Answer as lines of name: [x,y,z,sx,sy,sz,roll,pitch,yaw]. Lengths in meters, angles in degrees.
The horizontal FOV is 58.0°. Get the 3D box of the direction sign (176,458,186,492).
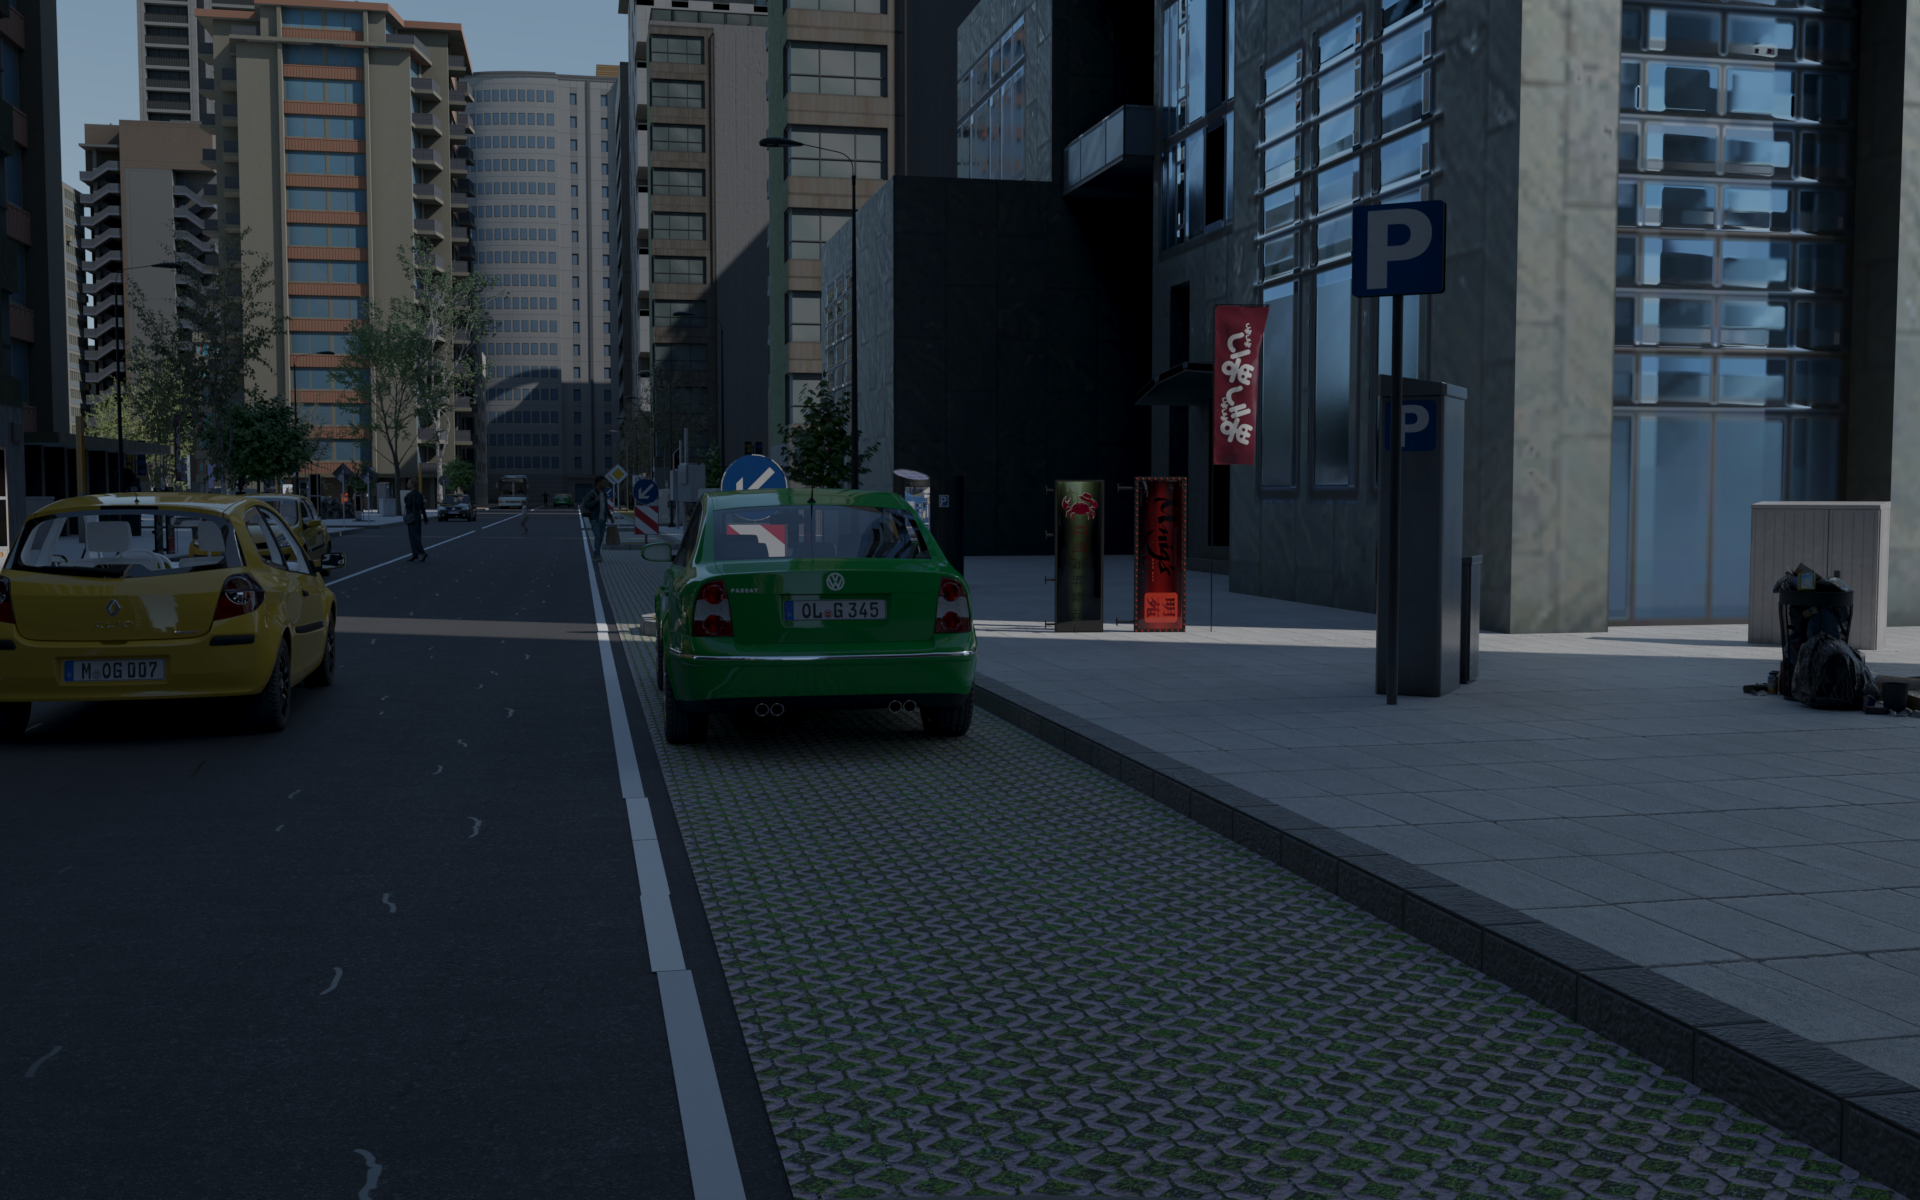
direction sign: [-48.429,-7.075,107.679,0.876,3.537,0.379,2,4,31]

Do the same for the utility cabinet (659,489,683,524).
utility cabinet: [-12.451,-4.036,74.674,1.173,1.500,0.318,2,4,34]

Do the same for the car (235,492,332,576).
car: [-11.652,-1.146,28.959,2.015,1.641,3.980,-1,4,-11]

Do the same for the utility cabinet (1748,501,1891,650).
utility cabinet: [7.235,-0.211,14.616,1.020,1.237,0.306,3,5,43]

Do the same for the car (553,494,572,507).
car: [-42.979,-10.907,187.123,1.959,1.807,4.718,-1,4,-11]

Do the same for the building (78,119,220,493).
building: [-93.442,-33.847,203.516,14.200,45.320,14.600,-1,4,-12]

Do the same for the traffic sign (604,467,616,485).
traffic sign: [-14.871,-4.425,74.531,0.795,2.593,0.064,-1,4,-12]

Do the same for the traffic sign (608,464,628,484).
traffic sign: [-13.143,-3.948,66.734,0.795,2.593,0.064,-1,4,-12]

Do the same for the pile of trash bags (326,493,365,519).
pile of trash bags: [-32.119,-4.896,89.797,1.912,1.369,3.447,1,4,20]

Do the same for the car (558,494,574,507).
car: [-45.530,-11.694,199.992,1.959,1.807,4.718,-1,4,-12]

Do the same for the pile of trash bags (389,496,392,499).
pile of trash bags: [-44.023,-7.713,135.867,1.912,1.369,3.447,0,4,-7]

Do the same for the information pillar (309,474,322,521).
information pillar: [-23.274,-3.550,62.539,0.304,2.012,0.304,0,4,1]

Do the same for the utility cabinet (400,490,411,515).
utility cabinet: [-33.036,-5.789,103.321,1.173,1.500,0.318,2,4,32]

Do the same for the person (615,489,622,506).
person: [-35.928,-10.710,181.245,1.348,1.812,0.705,3,5,40]

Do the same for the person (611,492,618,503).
person: [-35.598,-10.462,177.827,1.217,1.736,0.721,0,4,2]

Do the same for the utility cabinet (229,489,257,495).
utility cabinet: [-29.396,-3.820,71.140,1.173,1.500,0.318,1,4,16]

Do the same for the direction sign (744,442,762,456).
direction sign: [-8.933,-5.075,74.967,0.876,3.537,0.379,-3,4,-37]

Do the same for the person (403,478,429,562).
person: [-11.557,-1.709,36.864,0.534,1.772,0.576,0,4,-7]

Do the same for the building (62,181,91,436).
building: [-110.430,-30.523,190.927,23.993,40.220,32.217,-1,4,-12]

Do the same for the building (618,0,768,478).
building: [-17.534,-35.268,165.869,28.713,52.752,27.495,-1,4,-12]

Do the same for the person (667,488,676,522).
person: [-11.548,-3.729,69.826,0.532,1.782,0.716,1,4,15]

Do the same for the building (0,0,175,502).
building: [-39.927,-24.021,47.370,28.867,44.769,22.147,-1,4,-12]

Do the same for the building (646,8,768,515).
building: [-12.448,-20.597,108.457,14.160,30.474,14.107,-1,4,-12]

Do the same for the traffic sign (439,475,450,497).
traffic sign: [-34.470,-7.076,115.798,0.768,2.556,0.104,0,4,-4]

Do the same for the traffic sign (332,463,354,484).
traffic sign: [-23.004,-3.816,64.578,0.795,2.593,0.064,-1,4,-12]

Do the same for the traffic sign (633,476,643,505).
traffic sign: [-17.648,-5.681,95.011,0.606,2.300,0.079,0,4,-5]

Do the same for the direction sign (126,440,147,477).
direction sign: [-34.704,-4.948,72.904,0.876,3.537,0.379,-1,4,-9]

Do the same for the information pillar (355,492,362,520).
information pillar: [-29.406,-4.901,84.625,0.304,2.012,0.304,-1,4,-19]

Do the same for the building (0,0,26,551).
building: [-22.934,-15.401,23.502,14.160,30.474,14.107,-1,4,-12]

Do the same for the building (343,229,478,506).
building: [-57.885,-24.937,179.426,14.160,30.474,14.107,-1,4,-12]

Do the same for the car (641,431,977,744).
car: [-1.092,-0.158,11.384,1.959,1.807,4.718,-1,4,-11]

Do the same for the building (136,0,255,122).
building: [-95.204,-48.390,229.429,20.611,71.187,20.563,-1,4,-12]

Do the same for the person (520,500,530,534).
person: [-15.724,-3.010,62.732,0.382,1.210,0.505,-2,4,-30]

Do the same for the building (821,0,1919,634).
building: [10.628,-43.891,30.286,22.319,86.520,31.000,-1,4,-12]

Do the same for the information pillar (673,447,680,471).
information pillar: [-13.599,-5.636,83.499,0.183,3.616,0.504,3,5,43]

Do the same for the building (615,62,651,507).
building: [-26.316,-34.584,189.152,21.300,48.544,21.600,-1,4,-12]

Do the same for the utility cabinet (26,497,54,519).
utility cabinet: [-21.424,-1.767,40.056,0.306,1.237,1.020,1,4,12]

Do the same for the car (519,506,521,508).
car: [-45.320,-10.183,175.164,2.281,1.827,5.304,-1,4,-14]

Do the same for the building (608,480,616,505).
building: [-26.955,-31.880,213.122,32.217,40.220,23.993,-1,4,-12]

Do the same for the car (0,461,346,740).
car: [-5.251,-0.088,11.657,2.015,1.641,3.980,-1,4,-14]

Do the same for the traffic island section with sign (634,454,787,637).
traffic island section with sign: [-2.317,-0.576,18.039,1.989,1.847,2.006,-1,4,-12]

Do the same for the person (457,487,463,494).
person: [-38.542,-7.790,133.319,0.656,1.842,0.836,-1,4,-13]

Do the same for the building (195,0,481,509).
building: [-55.766,-30.750,157.386,22.147,44.769,28.867,-1,4,-12]

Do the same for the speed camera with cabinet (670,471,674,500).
speed camera with cabinet: [-9.701,-4.281,64.326,2.038,3.252,0.660,-1,4,-20]

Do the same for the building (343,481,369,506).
building: [-77.156,-35.529,231.014,14.200,45.320,14.600,-1,4,-12]

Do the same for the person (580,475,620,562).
person: [-7.519,-1.699,36.271,0.794,1.824,0.713,-3,5,-40]

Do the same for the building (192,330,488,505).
building: [-70.872,-21.832,201.991,28.899,21.520,27.650,-1,4,-12]

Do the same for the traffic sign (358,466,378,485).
traffic sign: [-24.732,-4.293,72.375,0.795,2.593,0.064,-1,4,-12]

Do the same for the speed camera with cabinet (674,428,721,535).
speed camera with cabinet: [-7.599,-3.504,51.630,0.660,3.252,2.038,-3,5,-43]

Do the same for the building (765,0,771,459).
building: [-1.601,-26.510,83.552,14.200,45.320,14.600,-1,4,-12]

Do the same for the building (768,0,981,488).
building: [0.103,-23.056,60.567,14.154,41.232,14.086,-1,4,-12]

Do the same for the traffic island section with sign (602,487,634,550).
traffic island section with sign: [-8.278,-2.220,44.921,1.989,1.847,2.006,-1,4,-12]

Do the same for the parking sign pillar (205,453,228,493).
parking sign pillar: [-48.513,-7.624,113.127,1.447,3.967,1.447,-2,4,-31]

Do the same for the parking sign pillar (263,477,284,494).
parking sign pillar: [-43.672,-7.448,110.240,1.447,3.967,1.447,1,4,18]

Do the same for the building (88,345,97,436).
building: [-120.154,-23.468,228.744,28.899,21.520,27.650,-1,4,-12]

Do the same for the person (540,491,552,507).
person: [-47.379,-11.583,198.016,1.348,1.807,0.705,-2,4,-28]

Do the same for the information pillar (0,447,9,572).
information pillar: [-15.175,-1.388,27.185,0.304,2.012,0.304,2,4,24]

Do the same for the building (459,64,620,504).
building: [-57.176,-42.642,239.201,28.212,58.520,21.231,-1,4,-12]

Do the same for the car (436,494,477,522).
car: [-26.474,-4.979,91.197,2.009,1.686,4.222,-1,4,-11]
